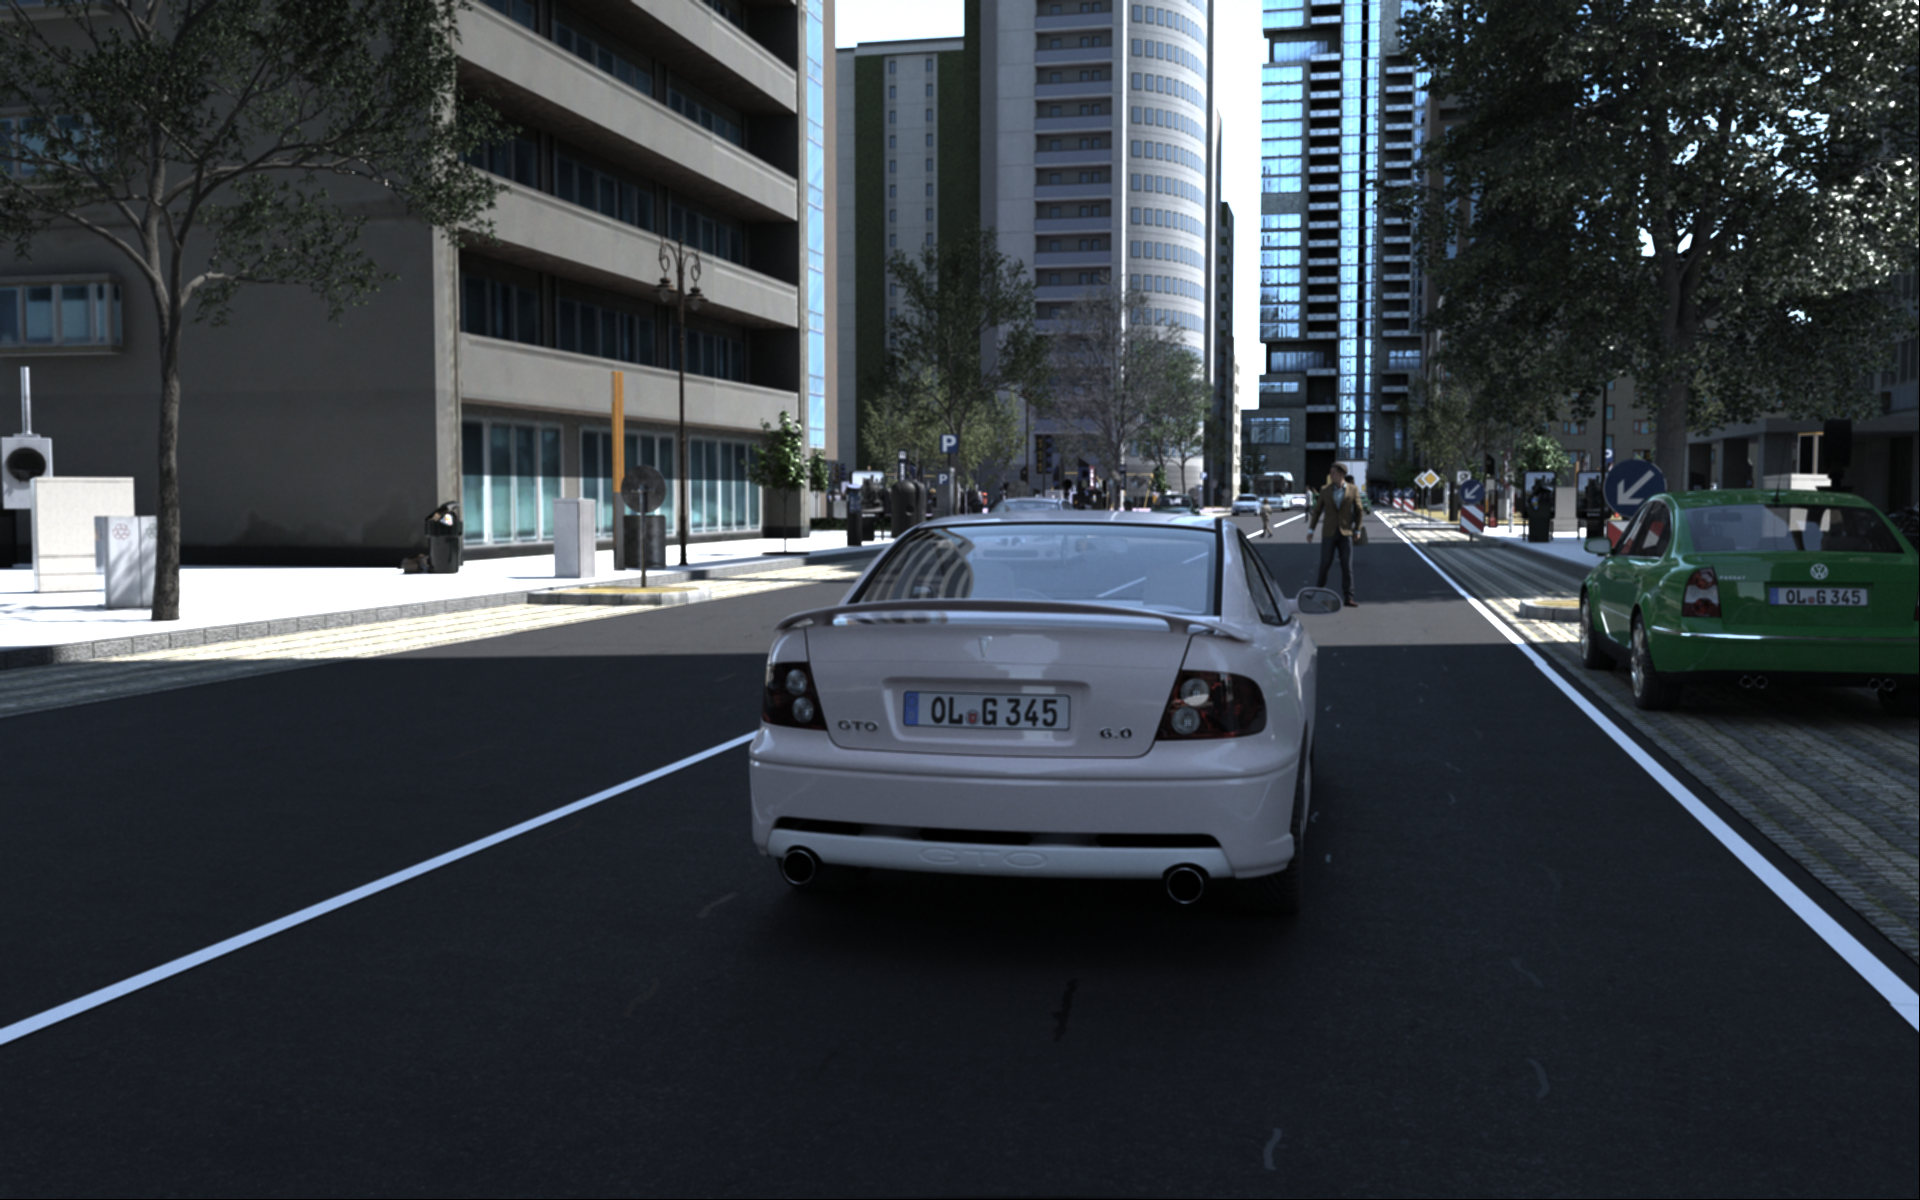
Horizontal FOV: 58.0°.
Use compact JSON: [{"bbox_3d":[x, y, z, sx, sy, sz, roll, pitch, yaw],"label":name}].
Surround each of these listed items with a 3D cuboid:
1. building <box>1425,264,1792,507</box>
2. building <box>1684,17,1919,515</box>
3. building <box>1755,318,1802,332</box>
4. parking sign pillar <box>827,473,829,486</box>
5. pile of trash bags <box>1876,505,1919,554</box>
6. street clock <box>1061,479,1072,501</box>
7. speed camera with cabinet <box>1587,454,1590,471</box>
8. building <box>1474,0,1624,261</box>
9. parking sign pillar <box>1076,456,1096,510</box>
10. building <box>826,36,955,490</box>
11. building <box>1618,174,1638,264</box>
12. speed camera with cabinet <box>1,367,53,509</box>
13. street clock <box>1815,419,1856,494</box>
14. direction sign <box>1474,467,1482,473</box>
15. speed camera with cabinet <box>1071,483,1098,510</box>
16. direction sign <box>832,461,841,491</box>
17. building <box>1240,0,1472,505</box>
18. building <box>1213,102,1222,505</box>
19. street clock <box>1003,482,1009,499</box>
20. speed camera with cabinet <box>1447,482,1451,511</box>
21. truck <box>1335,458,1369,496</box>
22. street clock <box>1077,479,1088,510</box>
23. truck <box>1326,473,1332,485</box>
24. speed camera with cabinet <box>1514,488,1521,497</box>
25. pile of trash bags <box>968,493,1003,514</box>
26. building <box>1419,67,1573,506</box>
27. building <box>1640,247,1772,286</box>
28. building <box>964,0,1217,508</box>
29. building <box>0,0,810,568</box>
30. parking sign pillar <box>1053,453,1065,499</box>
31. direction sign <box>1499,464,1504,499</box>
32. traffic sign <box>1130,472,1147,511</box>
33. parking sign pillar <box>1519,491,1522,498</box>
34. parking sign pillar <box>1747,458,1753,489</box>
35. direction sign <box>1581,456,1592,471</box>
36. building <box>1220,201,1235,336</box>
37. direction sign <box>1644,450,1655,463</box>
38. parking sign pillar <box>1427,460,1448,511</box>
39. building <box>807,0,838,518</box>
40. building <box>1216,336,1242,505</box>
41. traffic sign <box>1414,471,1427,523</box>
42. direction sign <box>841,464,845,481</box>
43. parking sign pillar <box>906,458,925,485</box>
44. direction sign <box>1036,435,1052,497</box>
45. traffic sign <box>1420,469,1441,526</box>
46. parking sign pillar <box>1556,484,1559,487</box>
[{"bbox_3d":[58.063,-19.266,160.039,27.650,21.520,28.899,1,4,13],"label":"building"},{"bbox_3d":[35.219,-21.294,40.035,32.217,40.220,23.993,1,4,13],"label":"building"},{"bbox_3d":[108.091,-21.423,195.307,28.899,21.520,27.650,1,4,13],"label":"building"},{"bbox_3d":[-11.007,-9.083,136.972,1.447,3.967,1.447,-1,4,-14],"label":"parking sign pillar"},{"bbox_3d":[17.923,-1.277,30.625,3.447,1.369,1.912,1,4,20],"label":"pile of trash bags"},{"bbox_3d":[5.159,-4.840,83.702,0.471,2.002,0.358,-1,4,-22],"label":"street clock"},{"bbox_3d":[31.204,-5.562,85.270,0.660,3.252,2.038,1,4,13],"label":"speed camera with cabinet"},{"bbox_3d":[65.054,-54.375,201.701,22.319,86.520,31.000,1,4,13],"label":"building"},{"bbox_3d":[9.049,-8.276,123.789,1.447,3.967,1.447,1,4,17],"label":"parking sign pillar"},{"bbox_3d":[-8.650,-41.720,224.127,28.212,58.520,21.231,1,4,13],"label":"building"},{"bbox_3d":[79.983,-37.571,237.980,21.600,48.544,21.300,1,4,13],"label":"building"},{"bbox_3d":[-15.080,-1.971,26.566,2.038,3.252,0.660,-2,4,-25],"label":"speed camera with cabinet"},{"bbox_3d":[8.499,-0.750,16.828,0.358,2.002,0.471,2,4,24],"label":"street clock"},{"bbox_3d":[42.389,-9.191,142.274,0.876,3.537,0.379,0,4,4],"label":"direction sign"},{"bbox_3d":[9.499,-8.430,132.168,2.038,3.252,0.660,2,4,24],"label":"speed camera with cabinet"},{"bbox_3d":[-7.433,-6.716,101.805,0.379,3.537,0.876,0,4,5],"label":"direction sign"},{"bbox_3d":[54.261,-56.901,242.996,31.000,86.520,22.319,1,4,13],"label":"building"},{"bbox_3d":[21.117,-33.024,190.058,14.600,45.320,14.200,1,4,13],"label":"building"},{"bbox_3d":[2.758,-6.052,103.512,0.358,2.002,0.471,1,4,16],"label":"street clock"},{"bbox_3d":[37.427,-8.499,133.289,0.660,3.252,2.038,2,4,23],"label":"speed camera with cabinet"},{"bbox_3d":[31.944,-9.318,141.266,2.839,4.237,11.283,1,4,13],"label":"truck"},{"bbox_3d":[6.056,-4.940,85.333,0.358,2.002,0.471,3,5,44],"label":"street clock"},{"bbox_3d":[35.682,-10.118,161.346,3.469,3.379,9.791,1,4,14],"label":"truck"},{"bbox_3d":[42.553,-8.275,129.632,2.038,3.252,0.660,2,4,32],"label":"speed camera with cabinet"},{"bbox_3d":[0.818,-5.369,97.538,3.447,1.369,1.912,1,4,20],"label":"pile of trash bags"},{"bbox_3d":[55.932,-32.523,181.858,14.600,45.320,14.200,1,4,13],"label":"building"},{"bbox_3d":[88.747,-26.618,206.905,14.107,30.474,14.160,1,4,13],"label":"building"},{"bbox_3d":[13.262,-38.367,169.305,21.231,58.520,28.212,1,4,13],"label":"building"},{"bbox_3d":[-17.086,-25.531,41.141,21.300,48.544,21.600,1,4,13],"label":"building"},{"bbox_3d":[6.482,-7.656,113.655,1.447,3.967,1.447,1,4,20],"label":"parking sign pillar"},{"bbox_3d":[41.344,-8.544,131.696,0.876,3.537,0.379,-1,4,-20],"label":"direction sign"},{"bbox_3d":[8.135,-4.625,79.254,0.795,2.450,0.064,1,4,13],"label":"traffic sign"},{"bbox_3d":[46.832,-9.451,142.994,1.447,3.967,1.447,0,4,2],"label":"parking sign pillar"},{"bbox_3d":[49.135,-7.340,108.476,1.447,3.967,1.447,0,4,1],"label":"parking sign pillar"},{"bbox_3d":[37.203,-6.783,102.898,0.379,3.537,0.876,-2,4,-24],"label":"direction sign"},{"bbox_3d":[31.274,-34.335,244.968,14.086,41.232,14.154,1,4,13],"label":"building"},{"bbox_3d":[35.627,-5.946,89.215,0.876,3.537,0.379,3,5,41],"label":"direction sign"},{"bbox_3d":[35.494,-8.573,128.636,1.447,3.967,1.447,0,4,-1],"label":"parking sign pillar"},{"bbox_3d":[-13.644,-25.507,67.148,14.200,45.320,14.600,1,4,13],"label":"building"},{"bbox_3d":[19.579,-22.698,216.147,28.899,21.520,27.650,1,4,13],"label":"building"},{"bbox_3d":[20.410,-4.452,76.440,0.795,2.450,0.064,1,4,13],"label":"traffic sign"},{"bbox_3d":[-9.031,-8.429,129.804,0.876,3.537,0.379,-1,4,-14],"label":"direction sign"},{"bbox_3d":[-3.366,-8.762,131.737,1.447,3.967,1.447,1,4,22],"label":"parking sign pillar"},{"bbox_3d":[3.259,-4.593,67.097,0.379,3.537,0.876,-3,4,-38],"label":"direction sign"},{"bbox_3d":[18.632,-3.976,68.655,0.795,2.450,0.064,1,4,13],"label":"traffic sign"},{"bbox_3d":[33.268,-6.710,98.185,1.447,3.967,1.447,-3,4,-39],"label":"parking sign pillar"}]
